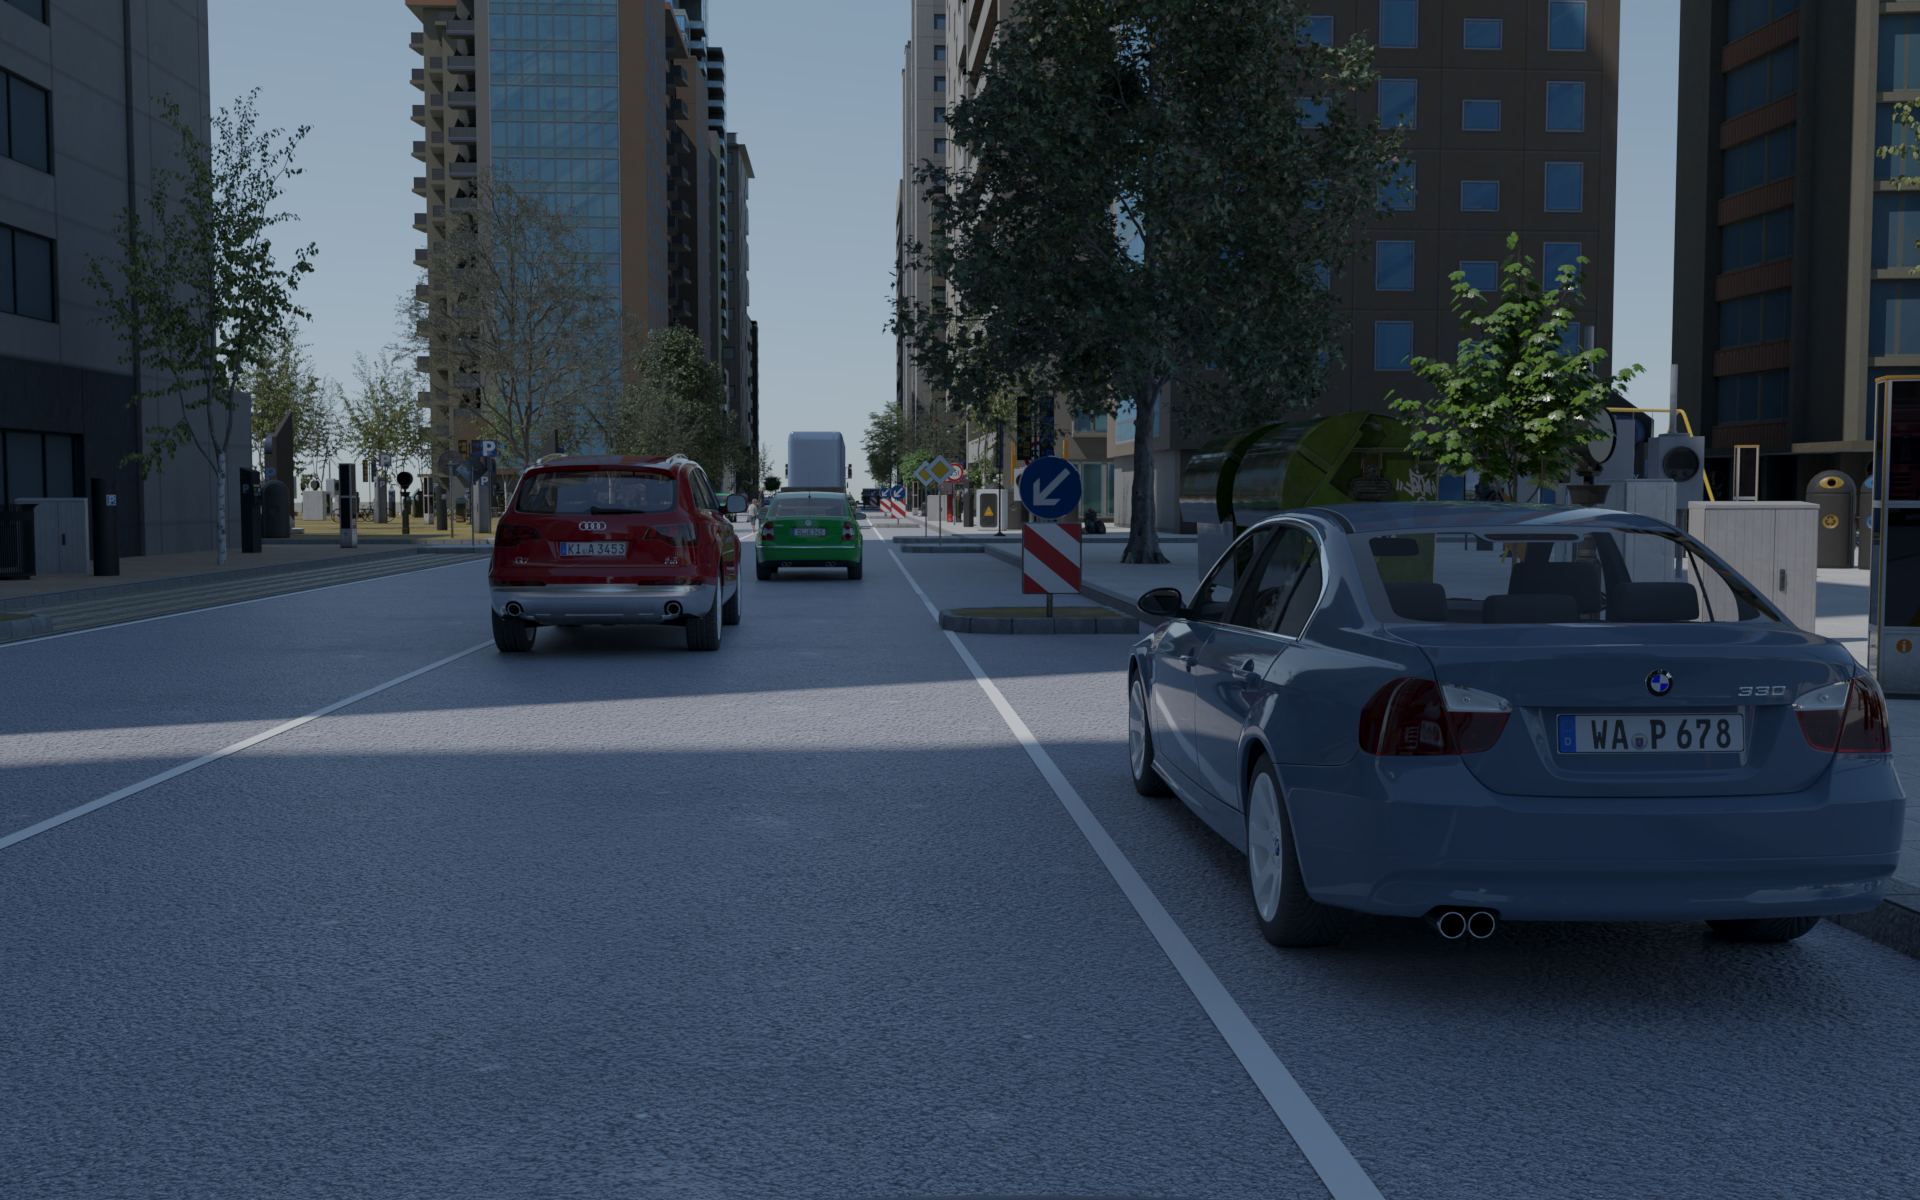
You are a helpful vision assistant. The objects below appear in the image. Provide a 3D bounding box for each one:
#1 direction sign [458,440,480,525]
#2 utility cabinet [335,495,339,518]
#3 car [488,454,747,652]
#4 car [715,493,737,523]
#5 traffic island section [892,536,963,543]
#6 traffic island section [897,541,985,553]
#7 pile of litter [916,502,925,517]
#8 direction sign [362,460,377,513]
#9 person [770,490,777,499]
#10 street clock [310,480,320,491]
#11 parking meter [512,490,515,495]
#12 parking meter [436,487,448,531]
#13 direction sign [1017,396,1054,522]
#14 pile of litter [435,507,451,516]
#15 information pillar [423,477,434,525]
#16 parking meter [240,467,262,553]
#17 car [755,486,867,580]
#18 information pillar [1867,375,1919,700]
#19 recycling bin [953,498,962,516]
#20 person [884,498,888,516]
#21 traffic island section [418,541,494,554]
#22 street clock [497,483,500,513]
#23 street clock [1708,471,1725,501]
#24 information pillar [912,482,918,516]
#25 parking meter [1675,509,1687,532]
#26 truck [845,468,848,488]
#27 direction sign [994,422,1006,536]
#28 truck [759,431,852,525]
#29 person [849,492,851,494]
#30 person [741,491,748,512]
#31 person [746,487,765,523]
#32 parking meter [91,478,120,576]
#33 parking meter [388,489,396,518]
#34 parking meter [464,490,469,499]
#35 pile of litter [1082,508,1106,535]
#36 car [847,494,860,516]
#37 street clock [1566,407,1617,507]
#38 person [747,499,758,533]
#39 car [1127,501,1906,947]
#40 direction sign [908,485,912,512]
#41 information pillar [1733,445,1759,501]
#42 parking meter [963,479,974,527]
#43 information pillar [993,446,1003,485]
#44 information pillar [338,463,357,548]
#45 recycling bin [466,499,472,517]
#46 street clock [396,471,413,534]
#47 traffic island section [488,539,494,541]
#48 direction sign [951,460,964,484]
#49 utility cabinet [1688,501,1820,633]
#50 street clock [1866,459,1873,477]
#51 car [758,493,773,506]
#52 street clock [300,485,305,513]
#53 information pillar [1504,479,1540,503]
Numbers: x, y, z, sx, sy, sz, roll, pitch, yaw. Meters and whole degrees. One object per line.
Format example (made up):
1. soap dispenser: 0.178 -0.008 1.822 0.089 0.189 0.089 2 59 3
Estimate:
1. direction sign: -20.463 -4.912 72.310 0.876 3.537 0.379 -1 4 -14
2. utility cabinet: -33.679 -5.099 94.523 0.306 1.237 1.020 1 4 20
3. car: -3.305 -0.528 17.301 2.281 1.827 5.304 0 4 -4
4. car: -12.283 -4.831 87.787 1.959 1.807 4.718 0 4 -4
5. traffic island section: -0.988 -1.787 51.493 2.009 0.180 2.903 0 4 -4
6. traffic island section: -0.479 -1.299 43.524 2.009 0.180 2.903 0 4 -4
7. pile of litter: -1.758 -5.150 98.163 1.176 0.858 1.719 -2 4 -28
8. direction sign: -38.982 -7.486 114.396 0.876 3.537 0.379 -1 4 -15
9. person: -18.885 -10.357 177.801 1.348 1.831 0.705 -2 4 -26
10. street clock: -33.892 -5.291 91.080 0.471 2.002 0.358 2 4 26
11. parking meter: -24.552 -5.334 95.620 0.372 1.533 0.369 0 3 0
12. parking meter: -18.266 -3.220 61.055 0.372 1.533 0.369 0 3 0
13. direction sign: 1.744 -2.939 40.056 0.876 3.537 0.379 1 4 16
14. pile of litter: -29.766 -5.239 99.630 1.176 0.858 1.719 -1 4 -10
15. information pillar: -22.345 -4.180 72.842 0.304 2.012 0.304 2 4 30
16. parking meter: -15.441 -1.958 37.727 0.399 1.863 0.255 1 4 22
17. car: -2.605 -1.314 30.278 1.959 1.807 4.718 0 4 -4
18. information pillar: 5.919 -0.391 10.881 0.304 2.012 0.304 1 4 16
19. recycling bin: -0.314 -5.471 102.012 0.722 1.027 0.722 -1 4 -9
20. person: -4.840 -6.152 113.371 0.425 1.301 0.394 1 4 14
21. traffic island section: -12.047 -1.255 42.792 2.009 0.180 2.903 0 4 -4
22. street clock: -29.129 -6.373 108.773 0.471 2.002 0.358 -2 4 -28
23. street clock: 23.849 -3.064 54.669 0.471 2.002 0.358 1 4 15
24. information pillar: -2.649 -6.001 102.601 0.304 2.012 0.304 -1 4 -13
25. parking meter: 14.404 -1.614 34.799 0.372 1.533 0.369 0 3 0
26. truck: -13.269 -11.800 181.849 2.839 4.237 11.283 0 4 -2
27. direction sign: 1.207 -3.699 52.475 0.379 3.537 0.876 1 4 14
28. truck: -5.989 -4.815 68.485 2.967 4.110 18.799 0 4 -2
29. person: -14.611 -13.421 228.658 1.217 1.735 0.721 -3 5 -42
30. person: -17.343 -7.946 139.362 0.756 1.711 0.436 2 4 25
31. person: -10.159 -4.775 86.793 0.699 1.804 1.509 3 4 37
32. parking meter: -13.411 -1.148 27.175 0.372 1.533 0.369 0 3 0
33. parking meter: -30.960 -5.260 94.406 0.372 1.533 0.369 0 3 0
34. parking meter: -34.085 -6.817 119.867 0.372 1.533 0.369 0 3 0
35. pile of litter: 3.960 -2.530 55.330 1.719 0.858 1.176 -2 4 -25
36. car: -6.756 -5.299 98.444 2.131 1.459 4.920 0 4 -5
37. street clock: 5.241 -0.605 14.461 0.471 2.002 0.358 -3 5 -39
38. person: -7.521 -3.038 62.859 0.352 1.250 0.332 -2 4 -35
39. car: 1.768 0.318 6.800 2.014 1.417 4.499 0 4 -3
40. direction sign: -3.567 -8.066 123.882 0.379 3.537 0.876 3 5 44
41. information pillar: 11.884 -1.329 26.220 0.304 2.012 0.304 1 4 16
42. parking meter: 0.340 -3.750 67.027 0.255 1.863 0.399 -3 5 -44
43. information pillar: 1.586 -4.922 71.835 0.504 3.616 0.183 3 5 42
44. information pillar: -14.548 -2.243 41.166 0.304 2.012 0.304 0 4 5
45. recycling bin: -27.297 -5.101 95.954 0.722 1.027 0.722 -2 4 -25
46. street clock: -17.731 -3.107 55.364 0.471 2.002 0.358 0 4 1
47. traffic island section: -12.556 -1.742 50.761 2.009 0.180 2.903 0 4 -4
48. direction sign: -0.164 -7.610 116.424 0.876 3.537 0.379 1 4 20
49. utility cabinet: 6.783 -0.224 14.826 1.020 1.237 0.306 0 4 -5
50. street clock: 18.538 -1.857 34.931 0.358 2.002 0.471 -2 4 -33
51. car: -21.260 -11.004 189.512 1.945 1.707 3.694 0 4 -5
52. street clock: -44.503 -6.898 117.354 0.358 2.002 0.471 0 4 -6
53. information pillar: 7.912 -2.016 24.309 0.504 3.616 0.183 2 4 31
